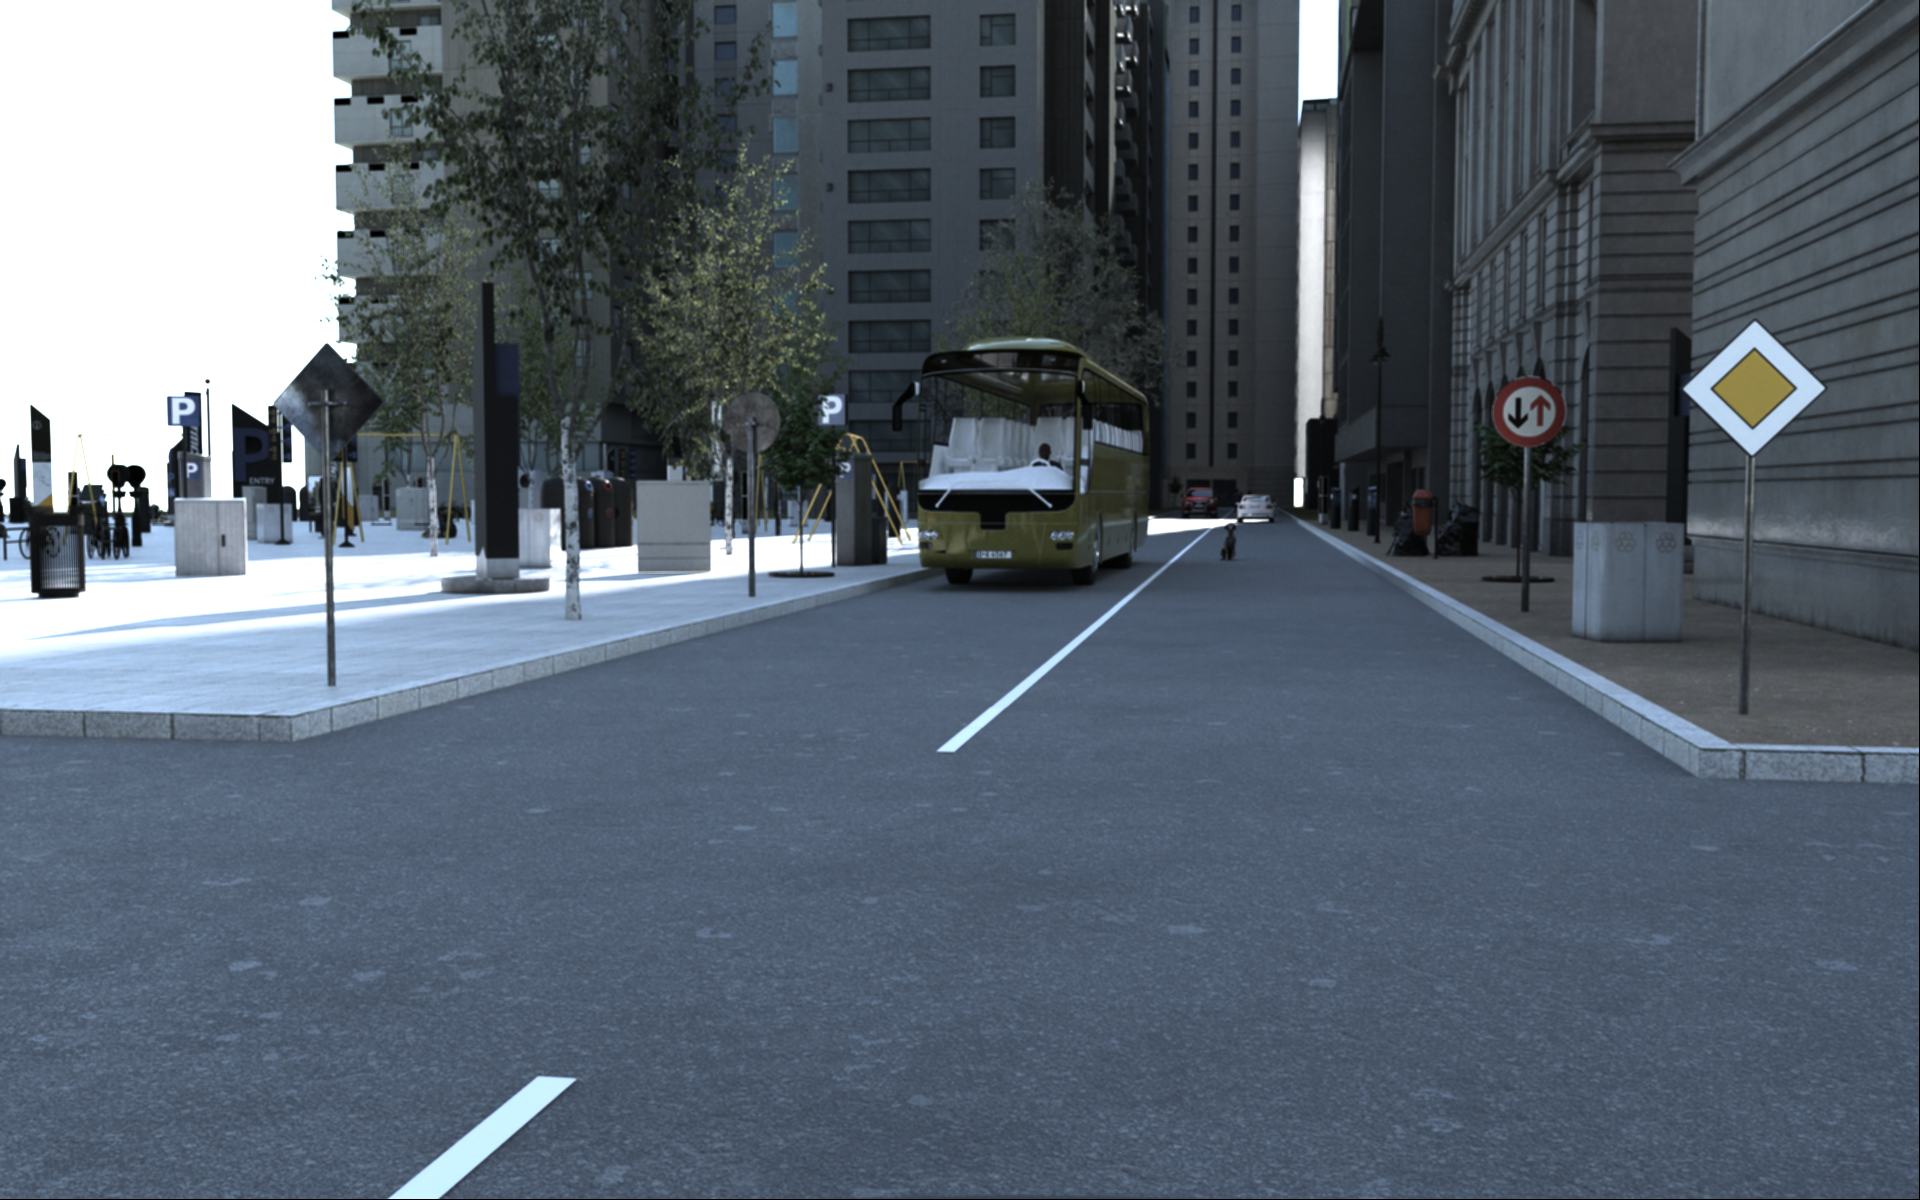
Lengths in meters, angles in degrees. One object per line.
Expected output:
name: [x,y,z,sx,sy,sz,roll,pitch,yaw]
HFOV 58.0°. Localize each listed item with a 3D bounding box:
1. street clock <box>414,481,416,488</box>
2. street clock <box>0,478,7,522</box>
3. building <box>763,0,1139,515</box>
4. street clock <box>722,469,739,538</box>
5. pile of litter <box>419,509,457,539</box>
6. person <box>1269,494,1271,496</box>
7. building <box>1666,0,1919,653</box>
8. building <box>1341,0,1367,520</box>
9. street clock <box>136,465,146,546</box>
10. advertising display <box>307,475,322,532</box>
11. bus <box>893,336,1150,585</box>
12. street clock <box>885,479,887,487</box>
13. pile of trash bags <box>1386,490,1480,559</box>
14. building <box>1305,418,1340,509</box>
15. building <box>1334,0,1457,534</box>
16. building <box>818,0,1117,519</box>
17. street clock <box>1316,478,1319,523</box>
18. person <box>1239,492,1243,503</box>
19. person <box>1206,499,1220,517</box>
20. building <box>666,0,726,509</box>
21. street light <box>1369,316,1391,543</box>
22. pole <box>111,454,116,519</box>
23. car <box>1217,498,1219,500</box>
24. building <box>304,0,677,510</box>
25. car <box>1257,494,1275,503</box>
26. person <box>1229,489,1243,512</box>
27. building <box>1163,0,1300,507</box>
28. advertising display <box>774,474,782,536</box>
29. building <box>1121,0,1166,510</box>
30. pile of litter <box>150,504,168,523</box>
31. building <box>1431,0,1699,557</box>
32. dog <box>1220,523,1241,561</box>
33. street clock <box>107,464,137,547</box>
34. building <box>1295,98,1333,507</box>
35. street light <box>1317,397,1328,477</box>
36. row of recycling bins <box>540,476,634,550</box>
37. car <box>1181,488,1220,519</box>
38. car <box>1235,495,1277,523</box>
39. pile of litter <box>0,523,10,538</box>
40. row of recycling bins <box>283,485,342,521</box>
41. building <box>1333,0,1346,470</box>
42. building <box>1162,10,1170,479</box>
street clock: [-25.494,-4.718,81.709,0.471,2.002,0.358,1,4,11]
street clock: [-43.788,-4.556,79.068,0.471,2.002,0.358,-1,4,-10]
building: [0.367,-30.411,116.821,23.786,49.044,30.456,1,4,10]
street clock: [-6.687,-2.799,50.327,0.471,2.002,0.358,2,4,27]
pile of litter: [-15.343,-2.254,50.815,1.176,0.858,1.719,0,4,8]
person: [22.971,-7.207,129.564,0.421,1.427,0.697,-2,4,-35]
building: [17.759,-10.880,14.043,21.152,22.565,11.583,1,4,10]
building: [27.261,-24.913,90.918,14.154,41.232,14.086,1,4,10]
street clock: [-20.227,-2.320,42.506,0.471,2.002,0.358,-1,4,-11]
advertising display: [-21.537,-3.244,58.256,0.974,1.923,0.123,1,4,23]
bus: [1.596,-2.395,30.701,2.896,3.916,12.252,1,4,11]
street clock: [-3.765,-4.899,84.670,0.358,2.002,0.471,2,4,30]
pile of trash bags: [9.761,-1.597,35.863,1.912,1.369,3.447,1,4,21]
building: [39.947,-50.505,138.421,22.319,86.520,31.000,1,4,10]
building: [22.765,-15.226,68.014,14.314,24.678,30.058,1,4,10]
building: [0.863,-19.704,93.867,14.160,30.474,14.107,1,4,10]
street clock: [16.031,-4.417,76.790,0.358,2.002,0.471,-2,4,-29]
person: [24.374,-8.562,149.960,0.415,1.643,0.593,-3,5,-41]
person: [15.485,-6.065,107.677,1.348,1.822,0.705,-1,4,-16]
building: [-10.600,-37.391,153.337,28.212,58.520,21.231,1,4,10]
street light: [10.933,-4.429,45.205,0.468,5.910,1.993,1,4,10]
pole: [-42.901,-5.744,87.762,0.158,3.312,0.155,0,3,0]
car: [19.203,-7.753,135.801,2.155,1.783,4.494,1,4,11]
building: [-38.731,-34.553,154.188,27.495,52.752,28.713,1,4,10]
car: [21.072,-6.687,121.330,2.014,1.417,4.499,0,4,8]
person: [21.981,-7.894,137.558,1.348,1.826,0.705,-1,4,-18]
building: [20.276,-38.924,178.403,28.212,58.520,21.231,1,4,10]
advertising display: [-5.658,-2.976,53.879,0.123,1.923,0.974,0,4,2]
building: [8.926,-27.802,138.163,14.154,41.232,14.086,1,4,10]
pile of litter: [-36.019,-3.891,77.587,1.719,0.858,1.176,-1,4,-19]
building: [19.124,-12.187,41.060,13.314,21.916,24.055,1,4,10]
dog: [5.913,-1.267,37.559,0.513,0.831,0.800,3,4,39]
street clock: [-20.285,-2.277,41.800,0.471,2.002,0.358,0,4,8]
building: [40.669,-29.914,172.688,14.086,41.232,14.154,1,4,10]
street light: [17.293,-6.731,82.840,0.468,5.910,1.993,1,4,10]
row of recycling bins: [-8.843,-2.072,40.986,1.069,1.692,3.534,1,4,17]
car: [14.195,-5.726,102.292,2.281,1.827,5.304,1,4,9]
car: [15.006,-4.615,87.815,2.083,1.381,4.827,1,4,10]
pile of litter: [-28.693,-2.245,50.678,1.719,0.858,1.176,-3,5,-41]
row of recycling bins: [-30.549,-4.608,82.449,3.534,1.692,1.069,-2,4,-28]
building: [38.157,-31.837,109.780,28.713,52.752,27.495,1,4,10]
building: [11.065,-30.801,153.714,14.200,45.320,14.600,1,4,10]
